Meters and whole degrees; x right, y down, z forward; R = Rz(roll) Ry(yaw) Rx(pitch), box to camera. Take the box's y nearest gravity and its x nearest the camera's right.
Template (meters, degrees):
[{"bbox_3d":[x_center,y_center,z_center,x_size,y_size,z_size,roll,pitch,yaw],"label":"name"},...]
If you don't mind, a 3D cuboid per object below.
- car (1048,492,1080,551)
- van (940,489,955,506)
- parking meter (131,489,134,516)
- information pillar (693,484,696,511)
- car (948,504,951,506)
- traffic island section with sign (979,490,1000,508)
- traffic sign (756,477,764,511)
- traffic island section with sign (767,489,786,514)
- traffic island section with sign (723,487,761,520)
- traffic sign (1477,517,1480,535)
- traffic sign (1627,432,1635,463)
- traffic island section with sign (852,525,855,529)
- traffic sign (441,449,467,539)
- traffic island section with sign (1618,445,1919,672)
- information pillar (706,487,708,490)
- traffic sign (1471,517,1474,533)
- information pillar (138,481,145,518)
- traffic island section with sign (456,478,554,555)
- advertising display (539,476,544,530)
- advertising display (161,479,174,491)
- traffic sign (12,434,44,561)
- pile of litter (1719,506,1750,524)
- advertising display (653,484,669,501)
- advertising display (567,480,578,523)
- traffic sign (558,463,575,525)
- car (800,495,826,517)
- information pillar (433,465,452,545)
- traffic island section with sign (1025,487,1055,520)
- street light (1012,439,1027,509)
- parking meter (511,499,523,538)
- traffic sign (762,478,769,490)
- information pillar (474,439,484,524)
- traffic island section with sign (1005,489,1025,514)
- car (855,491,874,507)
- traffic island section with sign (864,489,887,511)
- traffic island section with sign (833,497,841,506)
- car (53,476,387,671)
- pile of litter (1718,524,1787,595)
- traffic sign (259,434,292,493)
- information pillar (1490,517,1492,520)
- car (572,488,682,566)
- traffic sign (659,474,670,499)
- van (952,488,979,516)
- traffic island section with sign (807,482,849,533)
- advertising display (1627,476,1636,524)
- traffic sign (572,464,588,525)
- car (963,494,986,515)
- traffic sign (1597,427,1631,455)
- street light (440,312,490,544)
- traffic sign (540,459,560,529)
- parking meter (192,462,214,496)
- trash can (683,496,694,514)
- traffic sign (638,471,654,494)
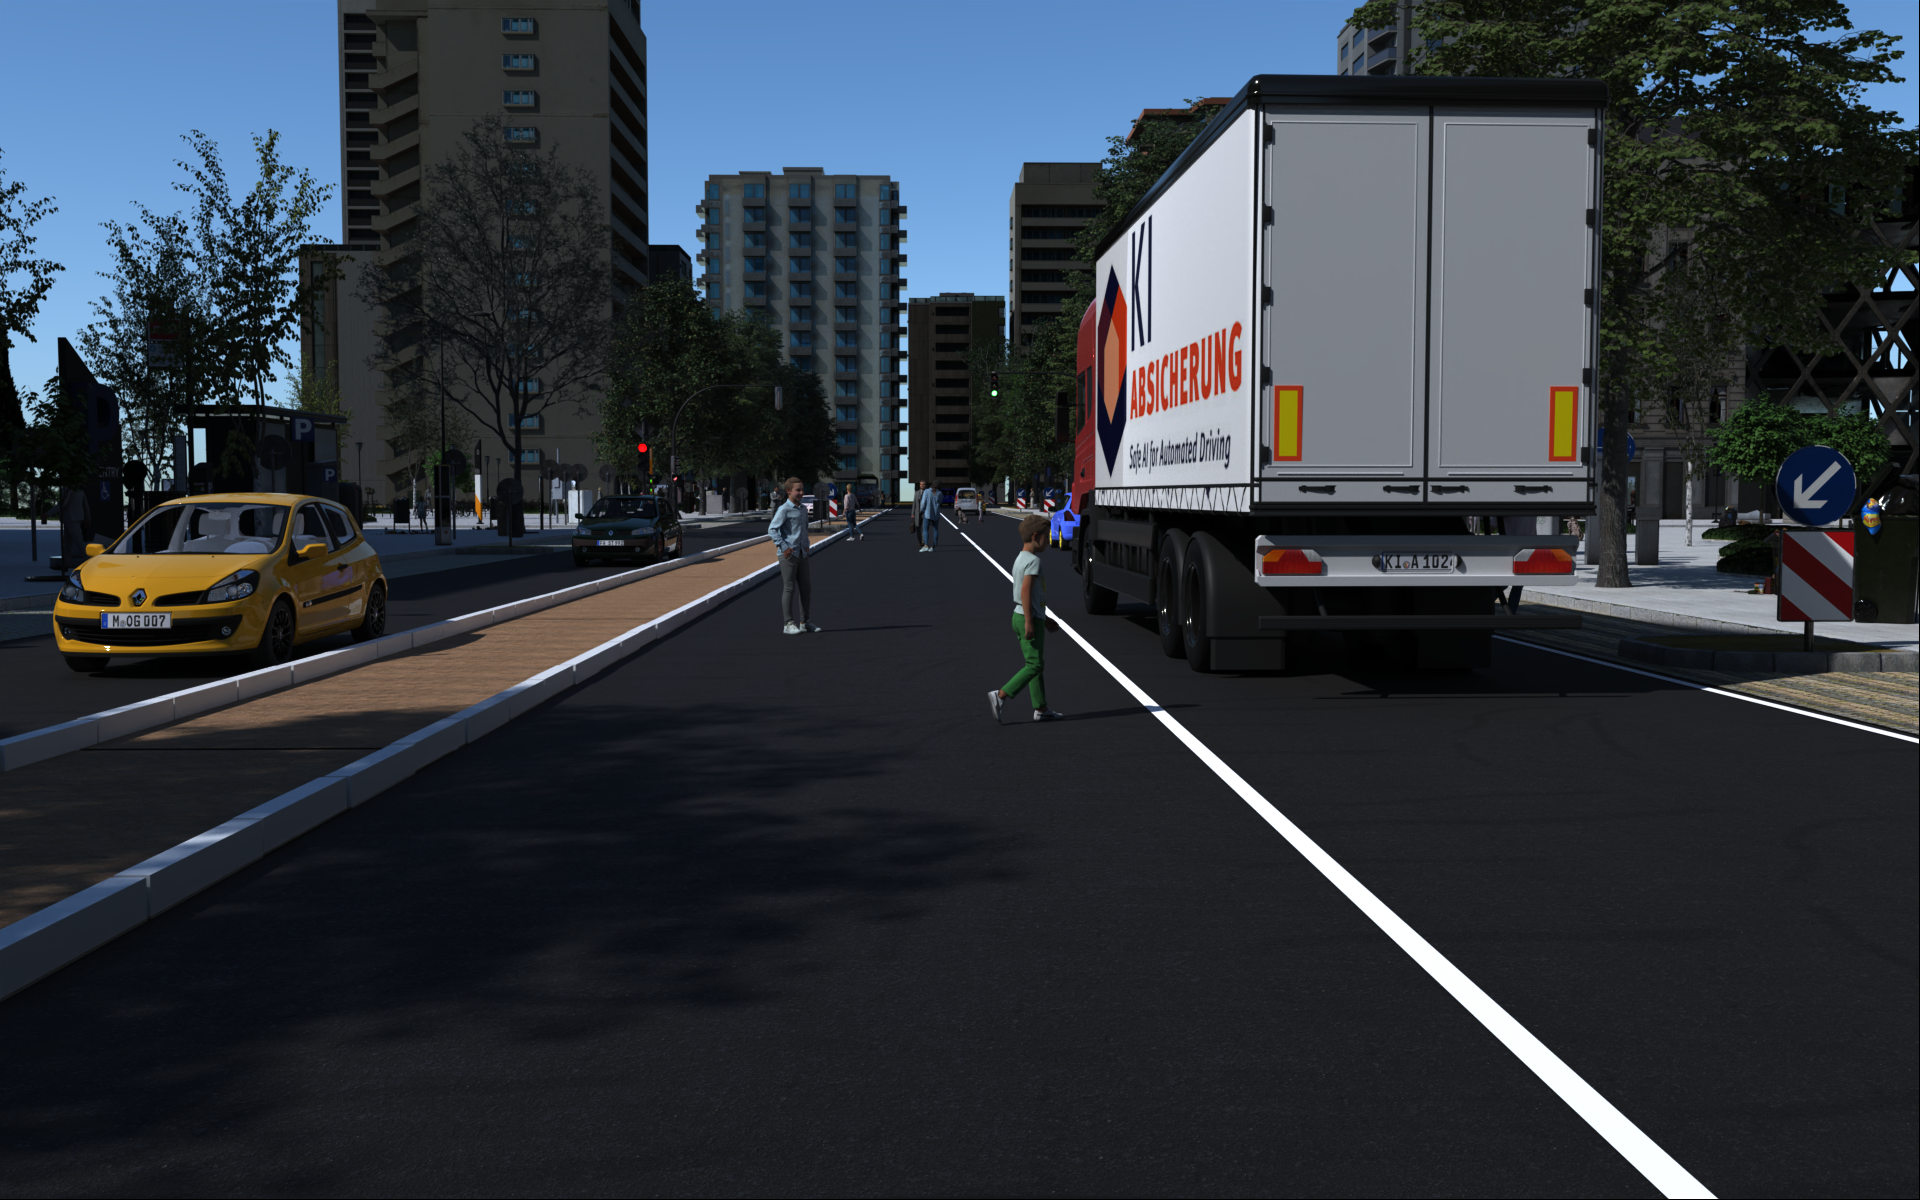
[{"bbox_3d":[3.296,-2.175,45.154,1.945,1.707,3.694,0,4,-3],"label":"car"},{"bbox_3d":[-1.464,-12.383,206.838,2.240,2.365,5.245,0,3,0],"label":"van"},{"bbox_3d":[-35.784,-4.241,75.056,0.399,1.863,0.255,3,5,39],"label":"parking meter"},{"bbox_3d":[-20.199,-7.805,132.099,0.304,2.012,0.304,-1,4,-18],"label":"information pillar"},{"bbox_3d":[-2.059,-12.573,217.924,2.083,1.381,4.827,0,4,-3],"label":"car"},{"bbox_3d":[3.045,-10.140,174.409,1.989,1.847,2.006,0,4,-1],"label":"traffic island section with sign"},{"bbox_3d":[-15.249,-8.044,131.621,0.768,2.556,0.104,0,4,0],"label":"traffic sign"},{"bbox_3d":[-12.821,-7.092,124.587,1.989,1.847,2.006,0,4,-1],"label":"traffic island section with sign"},{"bbox_3d":[-12.152,-5.399,96.908,1.989,1.847,2.006,0,4,-1],"label":"traffic island section with sign"},{"bbox_3d":[11.814,-2.281,39.428,0.606,2.300,0.079,0,4,3],"label":"traffic sign"},{"bbox_3d":[12.717,-2.055,33.712,0.768,2.556,0.104,0,4,7],"label":"traffic sign"},{"bbox_3d":[-5.382,-3.912,72.090,2.006,1.907,1.989,0,4,-1],"label":"traffic island section with sign"},{"bbox_3d":[-14.327,-2.991,49.006,0.768,2.556,0.104,0,4,8],"label":"traffic sign"},{"bbox_3d":[6.787,-0.375,14.764,1.989,1.847,2.006,0,4,-1],"label":"traffic island section with sign"},{"bbox_3d":[-19.043,-8.484,130.066,0.183,3.616,0.504,-1,4,-18],"label":"information pillar"},{"bbox_3d":[12.677,-2.616,42.769,0.884,2.594,0.081,0,4,4],"label":"traffic sign"},{"bbox_3d":[-29.406,-3.520,62.052,0.304,2.012,0.304,-3,5,-41],"label":"information pillar"},{"bbox_3d":[-10.852,-2.012,41.527,1.989,1.847,2.006,0,4,-1],"label":"traffic island section with sign"},{"bbox_3d":[-15.115,-3.506,62.536,0.123,1.923,0.974,-1,4,-17],"label":"advertising display"},{"bbox_3d":[-32.908,-4.115,72.490,0.123,1.923,0.974,3,4,38],"label":"advertising display"},{"bbox_3d":[-17.777,-2.024,33.197,0.768,2.556,0.104,0,4,0],"label":"traffic sign"},{"bbox_3d":[28.953,-3.088,64.456,1.719,0.858,1.176,-2,4,-25],"label":"pile of litter"},{"bbox_3d":[-19.112,-6.452,110.699,0.974,1.923,0.123,-1,4,-18],"label":"advertising display"},{"bbox_3d":[-17.221,-4.386,76.927,0.123,1.923,0.974,-3,5,-39],"label":"advertising display"},{"bbox_3d":[-16.425,-4.403,72.096,0.768,2.556,0.104,0,4,1],"label":"traffic sign"},{"bbox_3d":[-8.462,-5.310,99.180,2.083,1.381,4.827,0,3,0],"label":"car"},{"bbox_3d":[-12.943,-2.375,43.325,0.304,2.012,0.304,3,5,45],"label":"information pillar"},{"bbox_3d":[4.849,-5.422,97.274,1.989,1.847,2.006,0,4,-1],"label":"traffic island section with sign"},{"bbox_3d":[5.108,-10.654,146.731,1.470,5.913,1.316,0,4,-1],"label":"street light"},{"bbox_3d":[-13.136,-2.618,51.221,0.372,1.533,0.369,0,3,0],"label":"parking meter"},{"bbox_3d":[-15.892,-8.603,140.759,0.768,2.556,0.104,0,4,2],"label":"traffic sign"},{"bbox_3d":[-20.580,-5.057,74.039,0.183,3.616,0.504,-3,5,-42],"label":"information pillar"},{"bbox_3d":[4.220,-7.070,124.222,1.989,1.847,2.006,0,4,-1],"label":"traffic island section with sign"},{"bbox_3d":[-10.837,-11.381,194.747,2.281,1.827,5.304,0,4,-2],"label":"car"},{"bbox_3d":[-7.155,-8.506,147.208,2.006,1.907,1.989,0,4,-1],"label":"traffic island section with sign"},{"bbox_3d":[-14.613,-11.775,201.151,1.989,1.847,2.006,0,4,-1],"label":"traffic island section with sign"},{"bbox_3d":[-6.397,-0.307,15.251,2.015,1.641,3.980,0,4,-2],"label":"car"},{"bbox_3d":[10.712,-0.495,22.063,1.176,0.858,1.719,-1,4,-11],"label":"pile of litter"},{"bbox_3d":[-14.676,-2.259,37.047,0.768,2.556,0.104,0,4,0],"label":"traffic sign"},{"bbox_3d":[19.444,-3.563,62.742,0.304,2.012,0.304,-1,4,-22],"label":"information pillar"},{"bbox_3d":[-6.827,-1.588,35.744,2.009,1.686,4.222,0,4,-1],"label":"car"},{"bbox_3d":[-16.417,-5.924,96.865,0.884,2.594,0.081,0,4,3],"label":"traffic sign"},{"bbox_3d":[0.462,-6.715,116.798,2.013,2.044,4.112,0,4,0],"label":"van"},{"bbox_3d":[-5.217,-3.459,64.685,2.006,1.907,1.989,0,4,-1],"label":"traffic island section with sign"},{"bbox_3d":[24.029,-3.488,62.247,0.123,1.923,0.974,3,5,43],"label":"advertising display"},{"bbox_3d":[-15.948,-4.425,72.452,0.768,2.556,0.104,0,4,0],"label":"traffic sign"},{"bbox_3d":[0.880,-6.824,121.788,2.015,1.641,3.980,0,4,-3],"label":"car"},{"bbox_3d":[12.136,-1.978,32.443,0.768,2.556,0.104,0,4,5],"label":"traffic sign"},{"bbox_3d":[-12.653,-4.384,44.218,1.470,5.913,1.316,0,4,-1],"label":"street light"},{"bbox_3d":[-15.040,-3.879,63.523,0.768,2.556,0.104,0,4,7],"label":"traffic sign"},{"bbox_3d":[-13.872,-1.594,31.765,0.255,1.863,0.399,0,4,-1],"label":"parking meter"},{"bbox_3d":[-17.946,-6.286,114.432,0.748,1.137,0.748,0,3,0],"label":"trash can"},{"bbox_3d":[-14.154,-4.768,78.070,0.768,2.556,0.104,0,4,2],"label":"traffic sign"}]
